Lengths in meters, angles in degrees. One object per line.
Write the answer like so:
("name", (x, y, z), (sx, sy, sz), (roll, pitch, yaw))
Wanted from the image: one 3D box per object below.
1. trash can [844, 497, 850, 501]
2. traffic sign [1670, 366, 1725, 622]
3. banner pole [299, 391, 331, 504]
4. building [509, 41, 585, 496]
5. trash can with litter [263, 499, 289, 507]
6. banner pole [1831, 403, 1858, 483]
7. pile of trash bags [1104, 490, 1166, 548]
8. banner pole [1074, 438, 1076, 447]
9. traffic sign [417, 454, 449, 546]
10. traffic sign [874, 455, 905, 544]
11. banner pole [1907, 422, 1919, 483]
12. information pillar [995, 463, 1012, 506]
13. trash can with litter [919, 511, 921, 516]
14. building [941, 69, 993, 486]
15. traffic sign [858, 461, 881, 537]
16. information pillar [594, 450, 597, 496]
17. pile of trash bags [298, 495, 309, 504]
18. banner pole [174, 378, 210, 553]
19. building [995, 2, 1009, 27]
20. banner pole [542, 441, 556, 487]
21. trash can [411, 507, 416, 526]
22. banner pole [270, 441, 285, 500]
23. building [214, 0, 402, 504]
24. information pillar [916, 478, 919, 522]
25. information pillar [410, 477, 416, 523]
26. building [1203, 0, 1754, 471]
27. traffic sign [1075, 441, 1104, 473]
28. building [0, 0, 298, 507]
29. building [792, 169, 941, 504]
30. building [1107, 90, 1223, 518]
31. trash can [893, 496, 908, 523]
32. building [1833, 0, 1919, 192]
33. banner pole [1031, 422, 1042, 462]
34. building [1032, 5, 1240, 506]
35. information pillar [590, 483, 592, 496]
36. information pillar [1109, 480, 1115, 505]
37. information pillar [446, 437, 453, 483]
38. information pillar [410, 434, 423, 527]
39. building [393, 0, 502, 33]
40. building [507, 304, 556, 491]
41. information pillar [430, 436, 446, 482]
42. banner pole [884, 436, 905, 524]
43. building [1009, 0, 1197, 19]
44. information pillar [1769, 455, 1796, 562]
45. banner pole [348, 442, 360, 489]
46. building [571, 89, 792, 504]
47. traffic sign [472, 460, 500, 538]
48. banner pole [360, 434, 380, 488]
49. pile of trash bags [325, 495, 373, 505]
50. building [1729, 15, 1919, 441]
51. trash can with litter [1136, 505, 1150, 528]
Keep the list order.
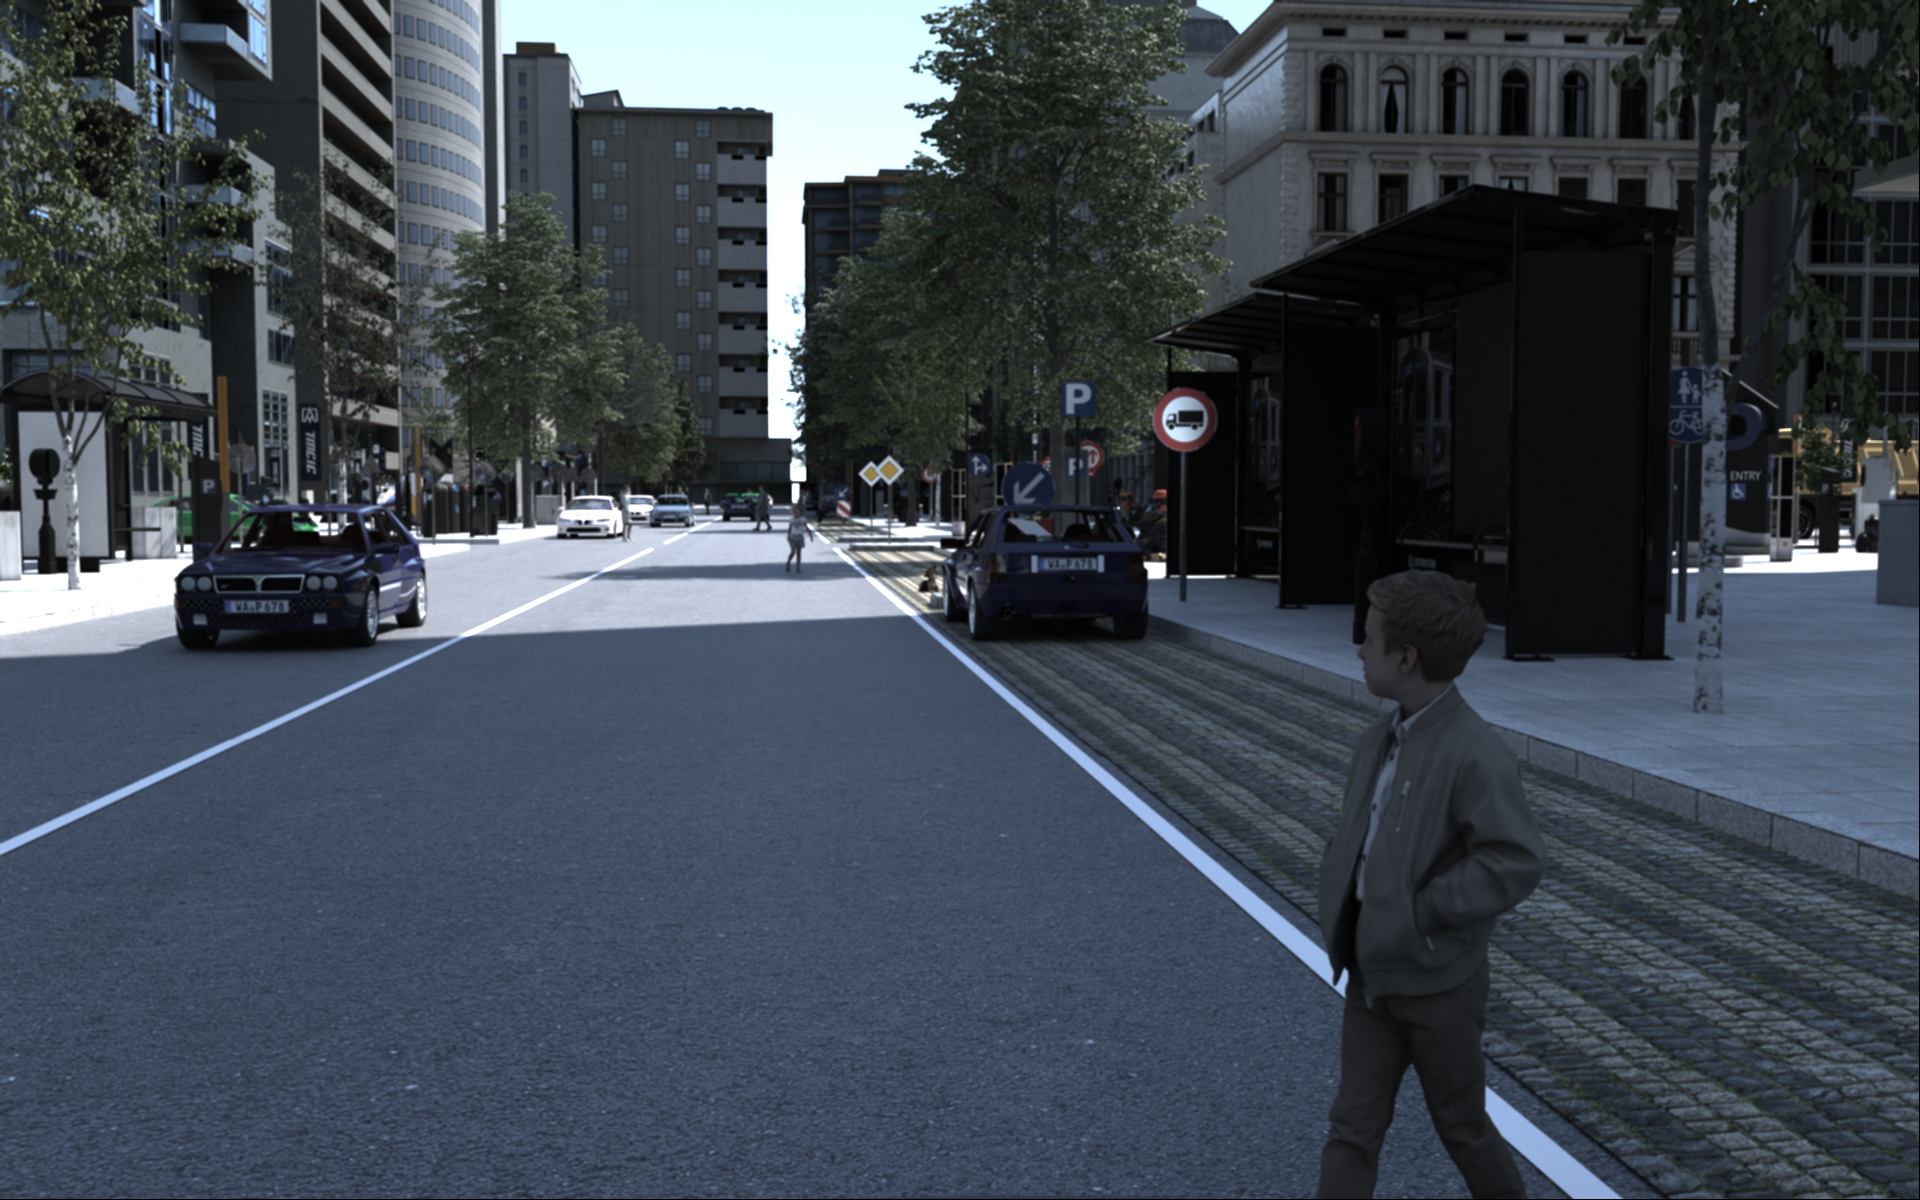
("trash can", (-8.117, -6.822, 123.188), (0.748, 1.137, 0.748), (0, 3, 0))
("traffic sign", (7.252, -1.054, 17.334), (0.768, 2.556, 0.104), (0, 4, -1))
("banner pole", (-15.550, -3.177, 41.960), (0.863, 3.779, 0.401), (-1, 4, -21))
("building", (-64.160, -41.985, 228.458), (28.212, 58.520, 21.231), (0, 4, -6))
("trash can with litter", (-14.477, -1.541, 36.586), (0.624, 1.170, 1.055), (0, 4, -5))
("banner pole", (24.279, -3.529, 47.717), (0.863, 3.779, 0.401), (3, 4, 36))
("pile of trash bags", (3.950, -1.683, 37.273), (1.912, 1.369, 3.447), (1, 4, 22))
("banner pole", (5.311, -5.334, 77.221), (0.863, 3.779, 0.401), (-3, 4, -37))
("traffic sign", (-13.088, -2.410, 43.043), (0.795, 2.450, 0.064), (0, 4, -6))
("traffic sign", (-1.808, -2.483, 44.246), (0.795, 2.450, 0.064), (0, 4, -6))
("banner pole", (32.785, -4.276, 59.935), (0.863, 3.779, 0.401), (2, 4, 25))
("information pillar", (1.040, -2.245, 41.197), (0.304, 2.012, 0.304), (2, 4, 33))
("trash can with litter", (-2.103, -6.342, 114.745), (2.233, 1.210, 1.678), (-1, 4, -18))
("building", (10.804, -31.884, 175.927), (22.147, 44.769, 28.867), (0, 4, -6))
("traffic sign", (-2.672, -2.969, 52.185), (0.795, 2.450, 0.064), (0, 4, -6))
("information pillar", (-19.451, -6.181, 92.417), (0.183, 3.616, 0.504), (0, 4, -6))
("pile of trash bags", (-37.360, -5.324, 96.793), (1.912, 1.369, 3.447), (-2, 4, -26))
("banner pole", (-16.698, -2.911, 37.609), (0.863, 3.779, 0.401), (-3, 5, -39))
("building", (16.135, -48.843, 236.829), (20.611, 71.187, 20.563), (0, 4, -6))
("banner pole", (-18.976, -5.495, 79.863), (0.863, 3.779, 0.401), (-3, 5, -43))
("trash can", (-22.075, -3.571, 70.047), (0.748, 1.137, 0.748), (0, 3, 0))
("banner pole", (-31.949, -5.581, 81.261), (0.863, 3.779, 0.401), (0, 4, -2))
("building", (-48.857, -29.714, 109.525), (21.300, 48.544, 21.600), (0, 4, -6))
("information pillar", (-2.081, -4.596, 79.631), (0.304, 2.012, 0.304), (3, 5, 43))
("information pillar", (-23.646, -4.323, 75.177), (0.304, 2.012, 0.304), (3, 5, 41))
("building", (21.314, -14.940, 73.143), (19.941, 23.489, 11.050), (0, 4, -6))
("traffic sign", (3.063, -2.534, 41.538), (0.768, 2.556, 0.104), (0, 4, -3))
("building", (-43.178, -46.598, 74.544), (22.319, 86.520, 31.000), (0, 4, -6))
("building", (-8.573, -35.559, 236.009), (28.867, 44.769, 22.147), (0, 4, -6))
("building", (14.441, -14.450, 91.003), (10.420, 20.320, 16.860), (0, 4, -6))
("trash can", (-2.461, -4.030, 77.546), (0.748, 1.137, 0.748), (0, 3, 0))
("building", (30.399, -26.263, 18.647), (28.713, 52.752, 27.495), (0, 4, -6))
("banner pole", (2.680, -4.287, 60.101), (0.401, 3.779, 0.863), (2, 4, 31))
("building", (12.455, -20.602, 114.335), (11.434, 29.767, 29.804), (0, 4, -6))
("information pillar", (-20.186, -5.481, 94.107), (0.304, 2.012, 0.304), (1, 4, 12))
("information pillar", (7.892, -5.243, 90.217), (0.304, 2.012, 0.304), (3, 4, 36))
("information pillar", (-21.111, -4.893, 71.363), (0.183, 3.616, 0.504), (3, 5, 40))
("information pillar", (-21.183, -4.663, 67.589), (0.504, 3.616, 0.183), (1, 4, 15))
("building", (-48.681, -36.345, 136.237), (21.231, 58.520, 28.212), (0, 4, -6))
("building", (-56.308, -19.928, 170.869), (28.899, 21.520, 27.650), (0, 4, -6))
("information pillar", (-21.287, -4.834, 70.397), (0.504, 3.616, 0.183), (0, 4, 4))
("banner pole", (-2.852, -5.188, 74.843), (0.863, 3.779, 0.401), (-1, 4, -9))
("building", (10.670, -27.912, 139.954), (14.154, 41.232, 14.086), (0, 4, -6))
("information pillar", (15.604, -1.735, 32.864), (0.304, 2.012, 0.304), (0, 4, -2))
("banner pole", (-29.135, -5.711, 83.395), (0.401, 3.779, 0.863), (3, 5, 40))
("building", (-36.843, -39.500, 235.065), (27.495, 52.752, 28.713), (0, 4, -6))
("traffic sign", (-13.952, -2.895, 50.982), (0.795, 2.450, 0.064), (0, 4, -6))
("banner pole", (-24.639, -5.067, 72.865), (0.401, 3.779, 0.863), (1, 4, 21))
("pile of trash bags", (-26.710, -4.092, 76.663), (3.447, 1.369, 1.912), (2, 4, 30))
("building", (46.221, -15.819, 77.706), (30.058, 24.678, 14.314), (0, 4, -6))
("trash can with litter", (6.948, -3.140, 62.721), (1.055, 1.170, 0.624), (-2, 4, -27))
